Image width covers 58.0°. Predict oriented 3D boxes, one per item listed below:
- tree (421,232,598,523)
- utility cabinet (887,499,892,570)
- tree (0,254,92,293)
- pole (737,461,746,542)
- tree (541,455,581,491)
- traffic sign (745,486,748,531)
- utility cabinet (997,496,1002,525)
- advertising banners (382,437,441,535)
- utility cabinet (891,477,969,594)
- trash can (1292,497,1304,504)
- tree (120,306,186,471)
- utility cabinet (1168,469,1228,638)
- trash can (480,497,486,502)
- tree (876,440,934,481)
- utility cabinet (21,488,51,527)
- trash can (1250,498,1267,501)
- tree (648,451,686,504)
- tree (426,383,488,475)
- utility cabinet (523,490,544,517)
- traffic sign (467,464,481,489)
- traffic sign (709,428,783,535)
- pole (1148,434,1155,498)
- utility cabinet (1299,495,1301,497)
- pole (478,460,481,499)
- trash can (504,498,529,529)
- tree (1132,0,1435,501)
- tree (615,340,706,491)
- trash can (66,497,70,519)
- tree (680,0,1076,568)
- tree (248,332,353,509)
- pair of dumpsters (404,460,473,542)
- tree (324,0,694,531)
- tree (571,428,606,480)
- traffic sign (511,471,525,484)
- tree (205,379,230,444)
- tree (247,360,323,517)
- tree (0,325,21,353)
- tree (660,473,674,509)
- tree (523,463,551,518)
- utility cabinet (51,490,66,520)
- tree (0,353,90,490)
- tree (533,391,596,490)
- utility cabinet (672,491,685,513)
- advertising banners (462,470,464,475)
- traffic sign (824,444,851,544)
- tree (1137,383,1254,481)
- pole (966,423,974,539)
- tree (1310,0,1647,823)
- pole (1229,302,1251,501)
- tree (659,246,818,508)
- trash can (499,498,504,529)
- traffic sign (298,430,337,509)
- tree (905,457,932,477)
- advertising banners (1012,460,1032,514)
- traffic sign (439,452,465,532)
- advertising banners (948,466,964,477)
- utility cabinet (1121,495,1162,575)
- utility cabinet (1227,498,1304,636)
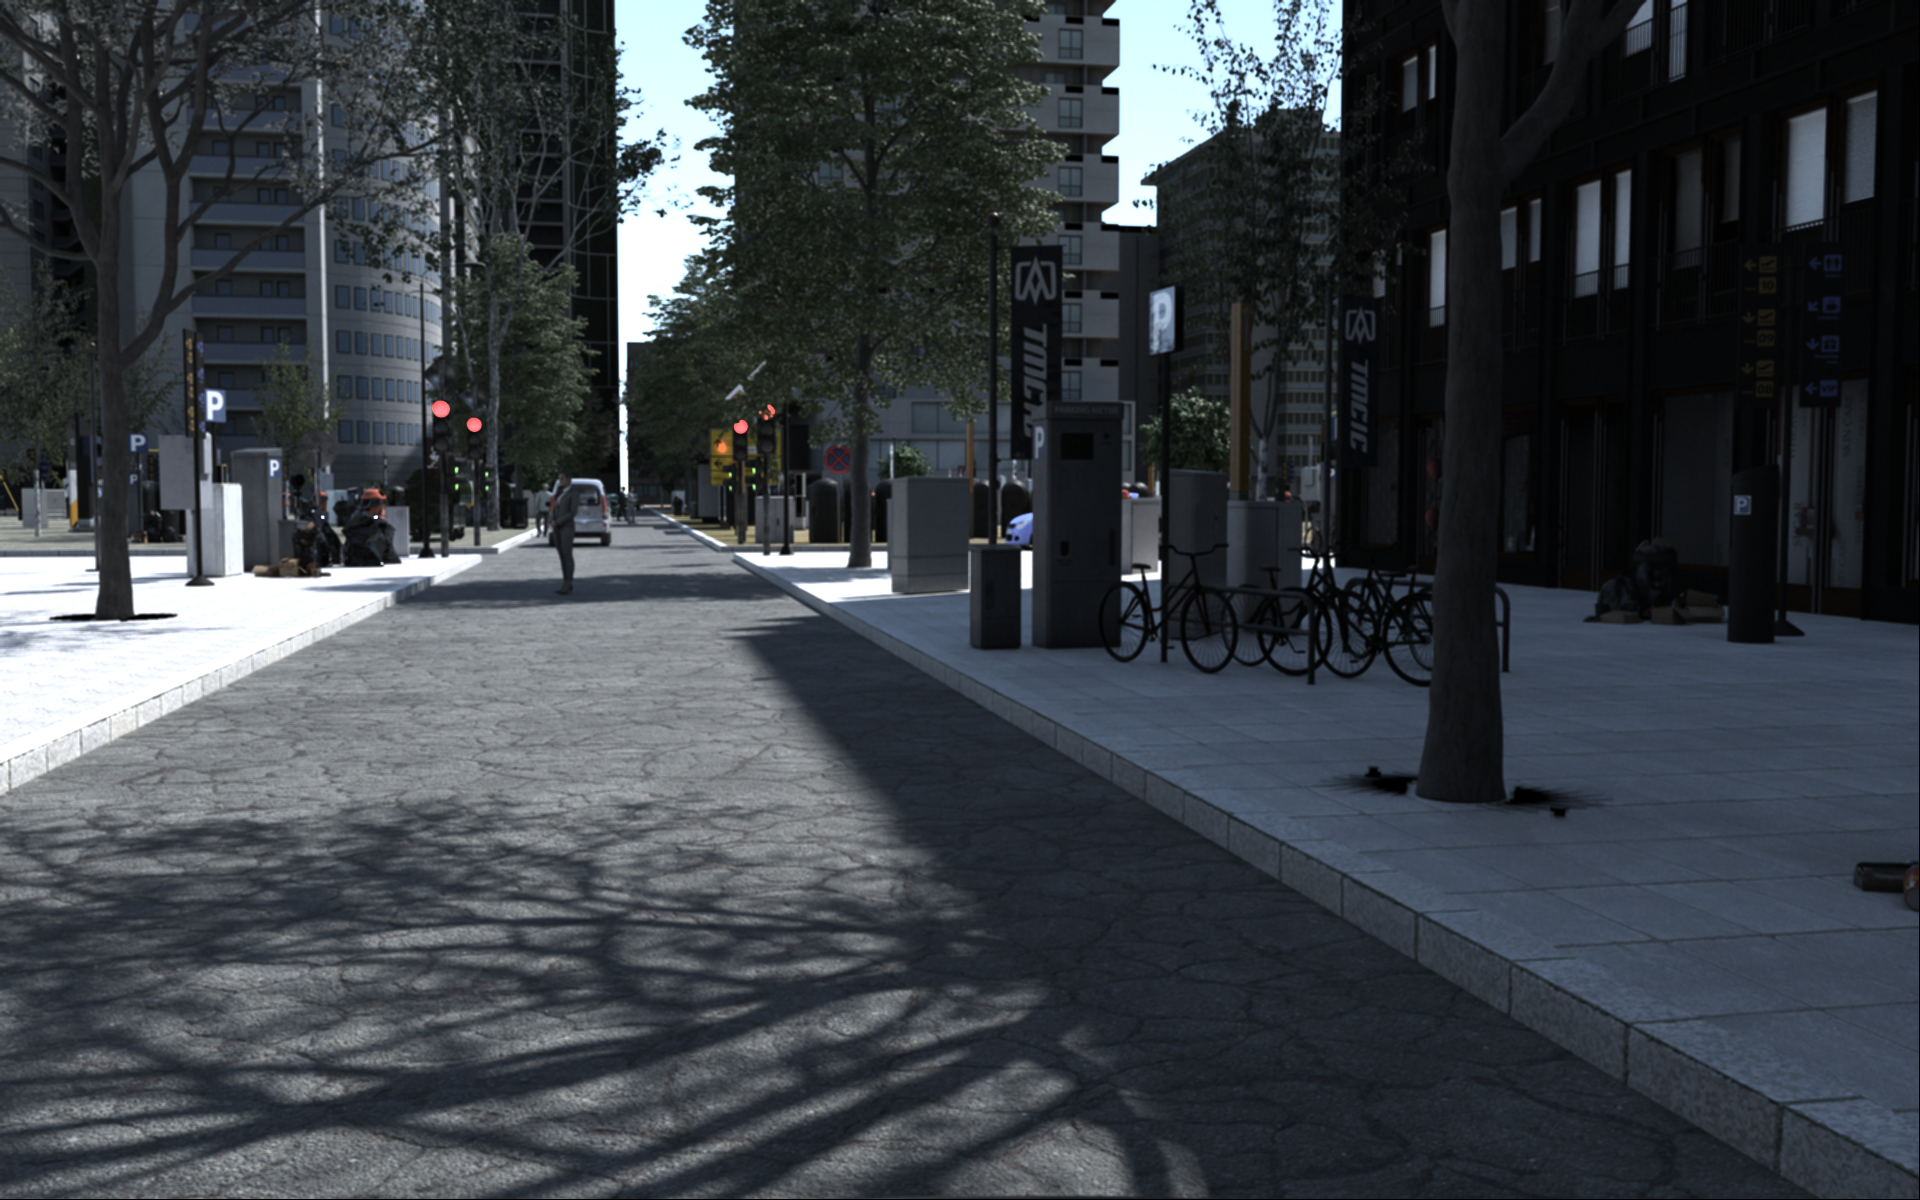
[{"bbox_3d":[-19.567,-9.653,75.960,7.486,12.596,7.792,0,3,0],"label":"tree"},{"bbox_3d":[-0.778,-1.132,29.667,1.020,1.237,0.306,-3,5,-41],"label":"utility cabinet"},{"bbox_3d":[-28.181,-6.227,52.172,4.360,8.622,3.978,0,3,0],"label":"tree"},{"bbox_3d":[-5.843,-3.207,46.277,0.158,3.312,0.155,0,3,0],"label":"pole"},{"bbox_3d":[-30.798,-9.117,132.771,4.285,4.588,4.351,0,3,0],"label":"tree"},{"bbox_3d":[-7.365,-3.652,59.708,0.884,2.594,0.081,0,4,-4],"label":"traffic sign"},{"bbox_3d":[1.910,-3.748,72.440,0.306,1.237,1.020,-2,4,-31],"label":"utility cabinet"},{"bbox_3d":[-16.978,-3.511,53.601,2.074,3.025,0.090,0,4,2],"label":"advertising banners"},{"bbox_3d":[-0.386,-0.842,22.451,0.318,1.500,1.173,3,5,42],"label":"utility cabinet"},{"bbox_3d":[19.036,-5.252,97.529,0.748,1.137,0.748,0,3,0],"label":"trash can"},{"bbox_3d":[-32.030,-7.126,66.870,4.360,8.622,3.978,0,3,0],"label":"tree"},{"bbox_3d":[2.147,-0.428,15.683,0.318,1.500,1.173,1,4,23],"label":"utility cabinet"},{"bbox_3d":[-21.652,-4.101,78.712,0.748,1.137,0.748,0,3,0],"label":"trash can"},{"bbox_3d":[-3.246,-7.325,103.485,4.285,4.588,4.351,0,3,0],"label":"tree"},{"bbox_3d":[-35.476,-3.532,66.432,1.173,1.500,0.318,2,4,30],"label":"utility cabinet"},{"bbox_3d":[9.847,-2.817,57.715,0.748,1.137,0.748,0,3,0],"label":"trash can"},{"bbox_3d":[-29.728,-13.680,174.025,4.360,8.622,3.978,0,3,0],"label":"tree"},{"bbox_3d":[-29.431,-9.293,102.304,4.360,8.622,3.978,0,3,0],"label":"tree"},{"bbox_3d":[-23.230,-5.248,94.477,1.173,1.500,0.318,-1,4,-10],"label":"utility cabinet"},{"bbox_3d":[-19.709,-4.333,70.852,0.884,2.594,0.081,0,4,-8],"label":"traffic sign"},{"bbox_3d":[-6.650,-3.669,53.866,2.265,3.308,0.079,-1,4,-9],"label":"traffic sign"},{"bbox_3d":[5.965,-3.681,54.033,0.158,3.312,0.155,0,3,0],"label":"pole"},{"bbox_3d":[20.465,-5.668,103.833,0.306,1.237,1.020,1,4,12],"label":"utility cabinet"},{"bbox_3d":[-26.388,-6.183,94.929,0.158,3.312,0.155,0,3,0],"label":"pole"},{"bbox_3d":[-16.117,-3.162,63.345,0.748,1.137,0.748,0,3,0],"label":"trash can"},{"bbox_3d":[4.157,-4.460,23.290,4.360,8.622,3.978,0,3,0],"label":"tree"},{"bbox_3d":[-22.263,-14.046,136.306,9.857,13.997,8.962,0,3,0],"label":"tree"},{"bbox_3d":[-46.635,-4.802,90.169,0.748,1.137,0.748,0,3,0],"label":"trash can"},{"bbox_3d":[-1.452,-6.862,30.314,7.486,12.596,7.792,0,3,0],"label":"tree"},{"bbox_3d":[-30.411,-7.920,79.860,4.737,8.622,4.395,0,3,0],"label":"tree"},{"bbox_3d":[-14.621,-2.817,48.548,1.574,2.255,4.437,-1,4,-11],"label":"pair of dumpsters"},{"bbox_3d":[-15.875,-12.566,61.346,12.611,20.169,13.585,0,3,0],"label":"tree"},{"bbox_3d":[-39.350,-14.085,180.651,4.360,8.622,3.978,0,3,0],"label":"tree"},{"bbox_3d":[-23.918,-5.730,93.784,0.768,2.556,0.104,0,4,-5],"label":"traffic sign"},{"bbox_3d":[-48.662,-9.777,110.223,4.360,8.622,3.978,0,3,0],"label":"tree"},{"bbox_3d":[-37.181,-8.874,95.450,4.360,8.622,3.978,0,3,0],"label":"tree"},{"bbox_3d":[-26.850,-5.800,45.189,4.737,8.622,4.395,0,3,0],"label":"tree"},{"bbox_3d":[-24.535,-9.365,147.715,1.663,3.219,1.824,0,3,0],"label":"tree"},{"bbox_3d":[-22.480,-5.960,92.055,1.663,3.219,1.824,0,3,0],"label":"tree"},{"bbox_3d":[-44.621,-4.680,85.198,0.318,1.500,1.173,2,4,30],"label":"utility cabinet"},{"bbox_3d":[-49.790,-8.808,94.374,4.737,8.622,4.395,0,3,0],"label":"tree"},{"bbox_3d":[-26.900,-10.157,116.431,4.737,8.622,4.395,0,3,0],"label":"tree"},{"bbox_3d":[-18.852,-6.554,115.830,0.318,1.500,1.173,1,4,23],"label":"utility cabinet"},{"bbox_3d":[-32.782,-7.123,112.652,2.074,3.025,0.090,3,5,42],"label":"advertising banners"},{"bbox_3d":[-3.118,-2.720,44.570,0.768,2.556,0.104,-1,4,-8],"label":"traffic sign"},{"bbox_3d":[6.977,-4.125,51.161,4.285,4.588,4.351,0,3,0],"label":"tree"},{"bbox_3d":[0.280,-3.402,49.458,0.158,3.312,0.155,0,3,0],"label":"pole"},{"bbox_3d":[2.252,-5.913,7.043,12.009,13.543,11.850,0,3,0],"label":"tree"},{"bbox_3d":[3.000,-1.513,18.574,0.158,3.312,0.155,0,3,0],"label":"pole"},{"bbox_3d":[-5.748,-6.075,49.688,4.737,8.622,4.395,0,3,0],"label":"tree"},{"bbox_3d":[-16.820,-3.226,64.403,0.748,1.137,0.748,0,3,0],"label":"trash can"},{"bbox_3d":[-12.775,-2.101,34.460,0.768,2.556,0.104,0,4,-6],"label":"traffic sign"},{"bbox_3d":[-2.214,-5.939,91.697,1.663,3.219,1.824,0,3,0],"label":"tree"},{"bbox_3d":[2.194,-3.961,60.952,0.090,3.025,2.074,2,4,24],"label":"advertising banners"},{"bbox_3d":[-15.365,-3.198,52.396,0.768,2.556,0.104,0,4,-5],"label":"traffic sign"},{"bbox_3d":[-0.496,-6.797,107.314,2.074,3.025,0.090,3,5,42],"label":"advertising banners"},{"bbox_3d":[2.870,-1.030,27.999,0.306,1.237,1.020,2,4,31],"label":"utility cabinet"},{"bbox_3d":[2.791,-0.303,16.120,0.306,1.237,1.020,-1,4,-23],"label":"utility cabinet"}]
